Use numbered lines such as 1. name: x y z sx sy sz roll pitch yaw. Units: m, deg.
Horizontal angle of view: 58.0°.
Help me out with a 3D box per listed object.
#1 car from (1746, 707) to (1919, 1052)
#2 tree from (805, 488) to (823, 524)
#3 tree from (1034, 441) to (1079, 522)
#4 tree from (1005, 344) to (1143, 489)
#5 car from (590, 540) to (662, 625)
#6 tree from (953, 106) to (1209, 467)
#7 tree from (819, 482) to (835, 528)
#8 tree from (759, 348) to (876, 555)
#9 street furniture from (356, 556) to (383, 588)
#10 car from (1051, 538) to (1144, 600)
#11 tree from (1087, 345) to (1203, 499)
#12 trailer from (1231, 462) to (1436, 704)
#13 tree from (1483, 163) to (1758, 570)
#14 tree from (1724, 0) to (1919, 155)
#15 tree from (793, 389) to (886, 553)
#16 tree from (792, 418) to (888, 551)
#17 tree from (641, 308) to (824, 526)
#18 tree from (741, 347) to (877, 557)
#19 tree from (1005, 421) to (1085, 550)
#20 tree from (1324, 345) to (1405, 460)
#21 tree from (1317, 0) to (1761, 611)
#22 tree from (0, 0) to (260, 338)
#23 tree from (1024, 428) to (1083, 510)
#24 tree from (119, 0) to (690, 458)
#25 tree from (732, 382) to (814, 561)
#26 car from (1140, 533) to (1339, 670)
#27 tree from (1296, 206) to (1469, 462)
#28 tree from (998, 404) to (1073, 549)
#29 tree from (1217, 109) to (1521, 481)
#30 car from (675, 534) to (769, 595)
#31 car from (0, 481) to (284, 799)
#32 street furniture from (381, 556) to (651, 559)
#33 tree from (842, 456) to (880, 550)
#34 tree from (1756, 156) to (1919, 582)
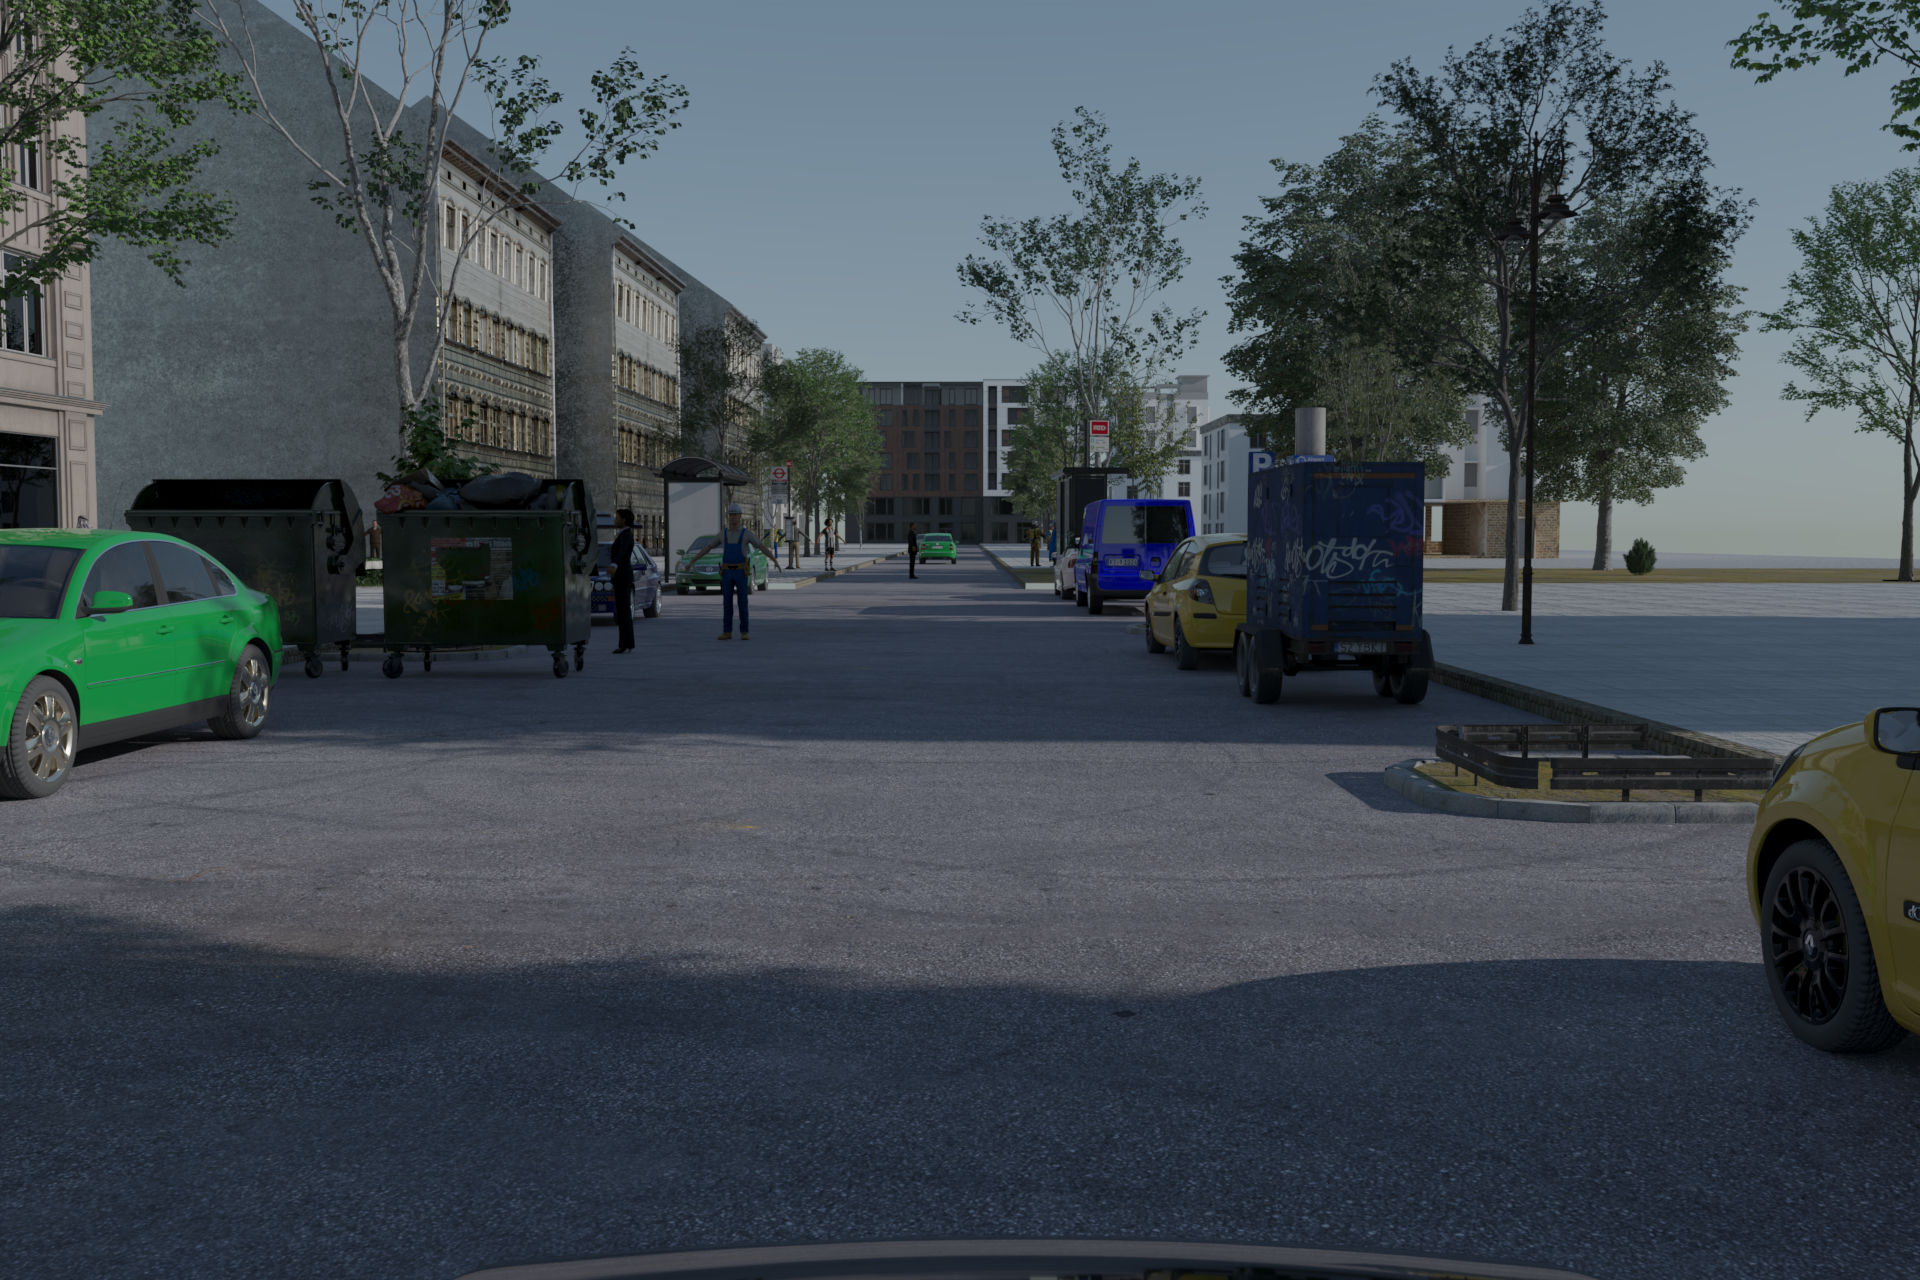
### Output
1. car: 3.213 0.402 3.654 2.015 1.641 3.980 0 4 -1
2. tree: -22.214 -19.464 236.364 7.486 12.596 7.792 0 3 0
3. tree: 6.816 -10.801 126.966 4.360 8.622 3.978 0 3 0
4. tree: 6.278 -10.363 95.186 9.928 11.665 9.643 0 3 0
5. car: -6.011 -0.967 28.396 1.945 1.354 3.894 0 3 0
6. tree: 5.380 -13.691 79.730 12.611 20.169 13.585 0 3 0
7. tree: -17.728 -17.911 243.199 4.360 8.622 3.978 0 3 0
8. tree: -9.142 -11.501 106.166 7.486 12.596 7.792 0 3 0
9. street furniture: -15.175 -1.857 45.984 5.734 0.657 10.072 0 4 3
10. car: 3.138 -1.644 39.236 2.083 1.381 4.827 0 4 0
11. tree: 7.144 -7.208 68.217 4.737 8.622 4.395 0 3 0
12. trailer: 3.187 -0.525 15.632 1.471 1.999 3.904 0 3 0
13. tree: 22.843 -9.457 61.276 9.857 13.997 8.962 0 3 0
14. tree: 8.769 -5.320 12.739 9.928 11.665 9.643 0 3 0
15. tree: -8.729 -11.706 117.147 9.928 11.665 9.643 0 3 0
16. tree: -9.173 -12.428 128.953 9.928 11.665 9.643 0 3 0
17. tree: -9.153 -8.330 70.611 8.767 10.594 7.601 2 4 24
18. tree: -8.276 -10.363 95.187 9.928 11.665 9.643 0 3 0
19. tree: 7.292 -12.416 137.421 8.767 10.594 7.601 3 5 45
20. tree: 14.422 -6.785 61.297 4.360 8.622 3.978 0 3 0
21. tree: 9.528 -5.772 28.792 7.601 10.594 8.767 -2 4 -25
22. tree: -12.449 -5.801 20.603 9.928 11.665 9.643 0 3 0
23. tree: 6.486 -9.996 113.792 4.737 8.622 4.395 0 3 0
24. tree: -11.589 -10.964 35.151 12.611 20.169 13.585 0 3 0
25. tree: -8.910 -8.041 81.829 4.360 8.622 3.978 0 3 0
26. car: 3.113 -0.578 19.680 2.015 1.641 3.980 0 4 -1
27. tree: 9.303 -5.445 39.392 4.360 8.622 3.978 0 3 0
28. tree: 6.737 -14.271 151.455 7.486 12.596 7.792 0 3 0
29. tree: 12.035 -8.891 52.019 9.857 13.997 8.962 0 3 0
30. car: -5.782 -1.873 42.426 2.131 1.459 4.920 0 4 0
31. car: -5.820 -0.120 10.765 1.959 1.807 4.718 0 4 0
32. street furniture: -15.670 -2.718 60.061 10.072 0.657 5.734 1 4 18
33. tree: -7.926 -11.717 141.930 4.360 8.622 3.978 0 3 0
34. tree: 25.697 -7.376 46.348 9.928 11.665 9.643 0 3 0
